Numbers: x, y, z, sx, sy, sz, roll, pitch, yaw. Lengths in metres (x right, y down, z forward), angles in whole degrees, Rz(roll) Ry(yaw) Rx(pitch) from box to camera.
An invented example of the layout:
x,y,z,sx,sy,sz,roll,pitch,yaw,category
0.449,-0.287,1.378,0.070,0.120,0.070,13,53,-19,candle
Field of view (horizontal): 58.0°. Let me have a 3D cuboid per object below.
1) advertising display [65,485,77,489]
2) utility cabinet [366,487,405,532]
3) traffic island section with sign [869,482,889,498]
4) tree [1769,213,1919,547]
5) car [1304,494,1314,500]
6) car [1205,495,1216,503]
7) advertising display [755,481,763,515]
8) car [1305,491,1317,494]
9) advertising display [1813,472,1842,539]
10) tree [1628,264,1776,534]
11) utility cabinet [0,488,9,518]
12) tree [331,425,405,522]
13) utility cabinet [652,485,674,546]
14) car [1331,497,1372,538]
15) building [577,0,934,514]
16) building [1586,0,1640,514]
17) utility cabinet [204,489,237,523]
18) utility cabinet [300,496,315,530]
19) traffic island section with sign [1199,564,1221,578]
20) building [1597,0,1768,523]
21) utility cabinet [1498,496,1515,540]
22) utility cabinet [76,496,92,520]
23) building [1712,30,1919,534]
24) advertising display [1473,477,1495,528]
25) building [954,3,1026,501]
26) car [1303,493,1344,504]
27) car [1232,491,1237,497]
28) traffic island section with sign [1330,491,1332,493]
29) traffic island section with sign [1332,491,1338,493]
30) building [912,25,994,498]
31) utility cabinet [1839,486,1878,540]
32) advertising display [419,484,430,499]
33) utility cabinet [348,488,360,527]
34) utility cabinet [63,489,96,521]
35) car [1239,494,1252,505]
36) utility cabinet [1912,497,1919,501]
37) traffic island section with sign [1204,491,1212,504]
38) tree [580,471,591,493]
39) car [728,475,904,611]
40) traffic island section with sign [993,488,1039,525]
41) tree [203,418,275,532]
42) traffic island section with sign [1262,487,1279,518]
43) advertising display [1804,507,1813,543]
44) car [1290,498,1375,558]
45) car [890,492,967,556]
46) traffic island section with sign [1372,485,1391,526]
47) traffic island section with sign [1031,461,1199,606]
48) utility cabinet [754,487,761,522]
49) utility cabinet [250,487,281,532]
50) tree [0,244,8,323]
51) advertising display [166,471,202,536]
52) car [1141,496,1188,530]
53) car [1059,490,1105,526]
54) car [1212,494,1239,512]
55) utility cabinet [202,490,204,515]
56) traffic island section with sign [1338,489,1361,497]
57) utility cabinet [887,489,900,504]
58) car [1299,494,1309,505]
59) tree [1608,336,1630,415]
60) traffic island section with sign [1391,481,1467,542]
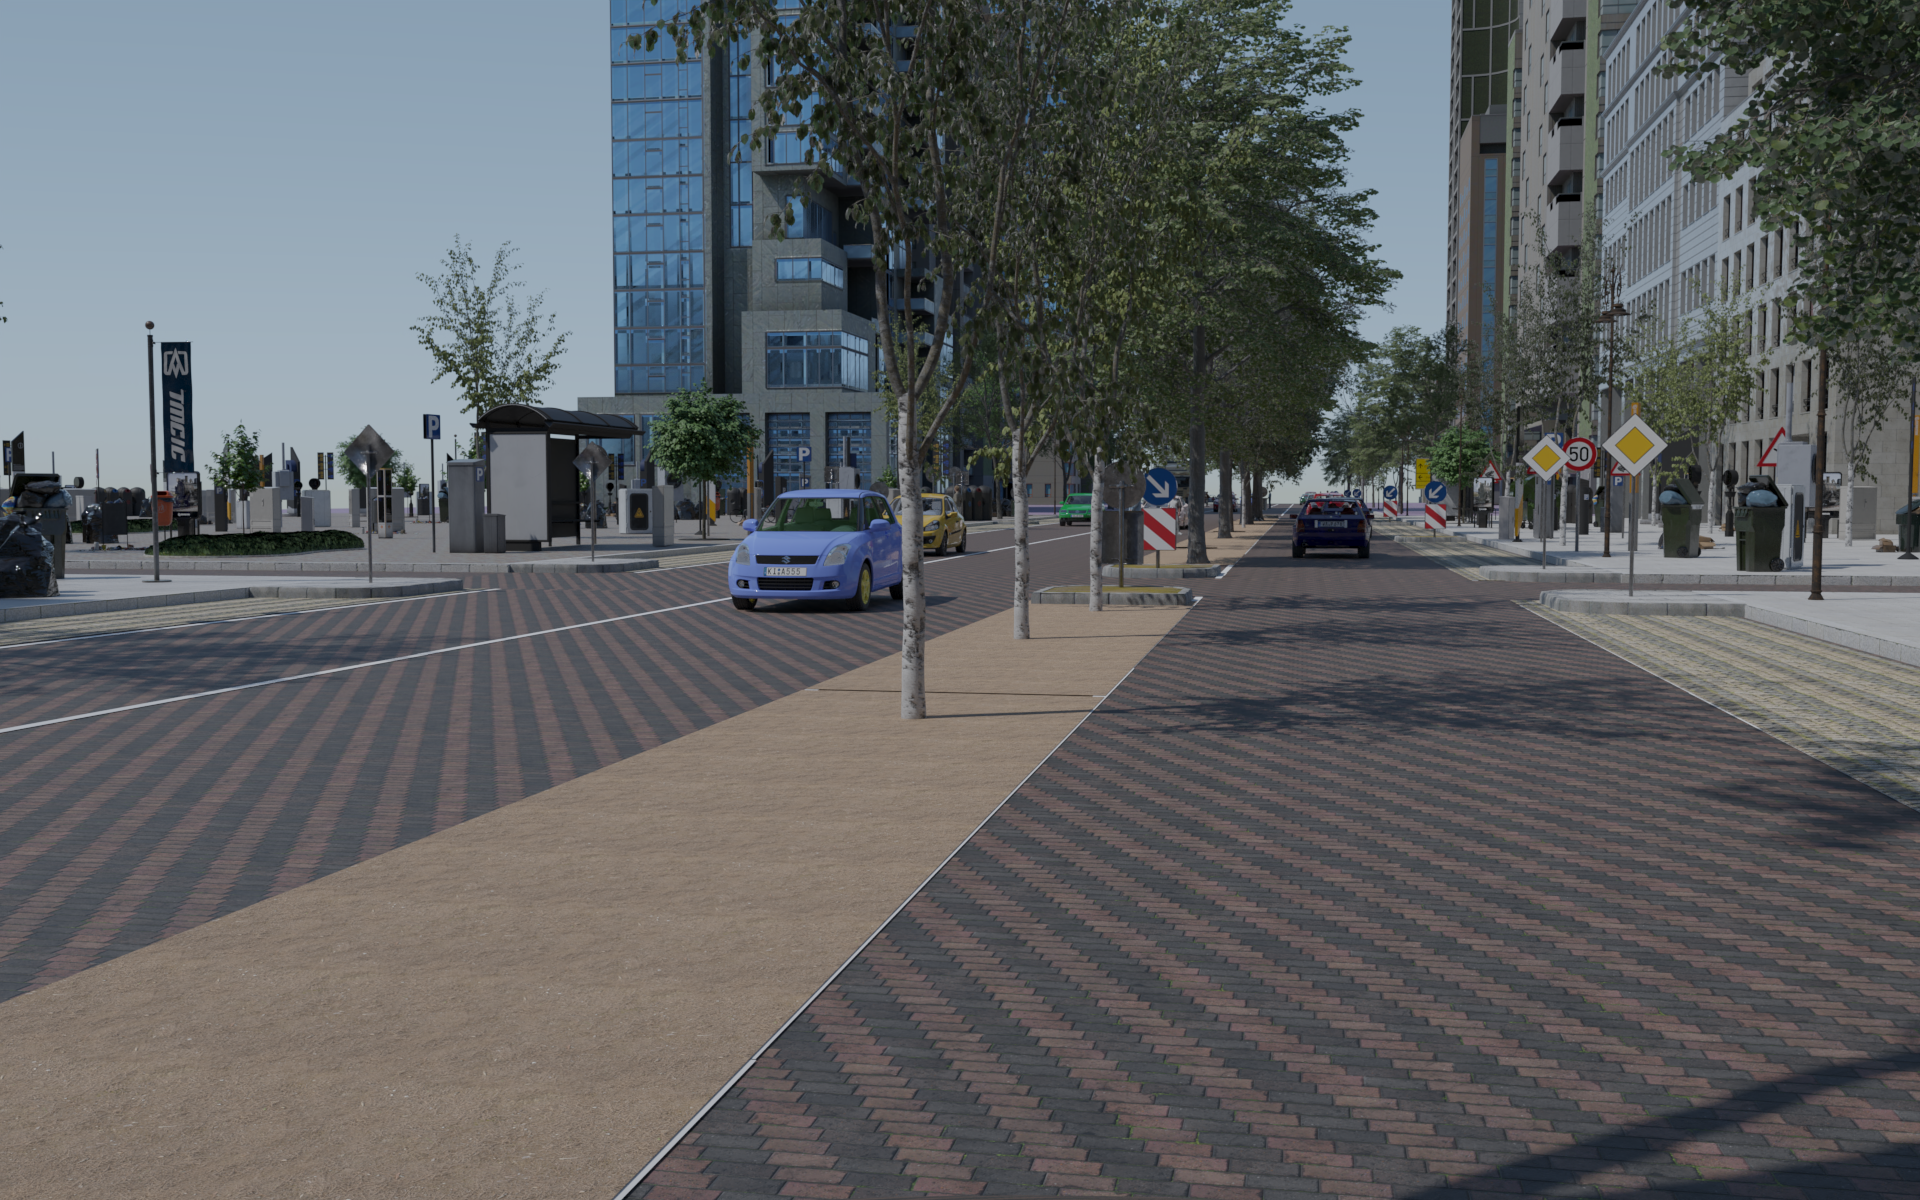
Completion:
x,y,z,sx,sy,sz,roll,pitch,yaw,category
-61.514,-7.024,120.054,0.123,1.923,0.974,3,5,40,advertising display
-19.279,-3.025,58.143,1.173,1.500,0.318,-2,4,-30,utility cabinet
-2.638,-2.821,54.755,1.989,1.847,2.006,1,4,11,traffic island section with sign
21.980,-5.609,42.065,4.360,8.622,3.978,0,3,0,tree
36.351,-10.240,177.646,2.015,1.641,3.980,1,4,11,car
35.930,-14.411,248.193,1.945,1.354,3.894,1,4,10,car
-9.973,-4.940,85.983,0.123,1.923,0.974,1,4,11,advertising display
49.138,-14.316,242.738,2.281,1.827,5.304,1,4,9,car
24.955,-2.746,50.114,0.974,1.923,0.123,2,4,25,advertising display
24.374,-6.474,56.213,4.737,8.622,4.395,0,3,0,tree
-36.134,-3.488,65.703,1.173,1.500,0.318,-3,5,-41,utility cabinet
-27.852,-5.963,81.207,4.285,4.588,4.351,0,3,0,tree
-7.327,-2.079,42.672,0.318,1.500,1.173,0,4,2,utility cabinet
12.865,-2.788,58.161,1.945,1.354,3.894,1,4,9,car
-12.589,-49.649,124.437,22.319,86.520,31.000,1,4,11,building
48.204,-26.329,114.072,14.154,41.232,14.086,1,4,11,building
-32.500,-4.132,76.232,1.173,1.500,0.318,-1,4,-10,utility cabinet
-17.180,-2.109,45.645,0.306,1.237,1.020,-1,4,-17,utility cabinet
3.542,-1.365,30.447,2.006,1.907,1.989,1,4,11,traffic island section with sign
39.570,-18.795,84.789,11.434,29.767,29.804,1,4,11,building
15.542,-2.327,49.203,0.306,1.237,1.020,2,4,26,utility cabinet
-32.723,-3.276,64.722,0.306,1.237,1.020,-3,5,-41,utility cabinet
34.489,-12.661,61.763,10.420,20.320,16.860,1,4,11,building
19.697,-3.668,65.180,0.123,1.923,0.974,-2,4,-29,advertising display
-1.851,-31.247,161.005,14.600,45.320,14.200,1,4,11,building
16.269,-4.126,76.499,2.155,1.783,4.494,1,4,10,car
36.662,-13.946,236.696,2.281,1.827,5.304,1,4,11,car
45.141,-12.227,208.544,1.989,1.847,2.006,1,4,11,traffic island section with sign
34.315,-8.891,153.998,1.989,1.847,2.006,1,4,11,traffic island section with sign
-5.219,-28.368,147.405,14.154,41.232,14.086,1,4,11,building
24.929,-2.408,48.054,1.173,1.500,0.318,-2,4,-27,utility cabinet
-32.847,-6.176,106.193,0.123,1.923,0.974,1,4,16,advertising display
-23.424,-3.563,66.936,0.318,1.500,1.173,-2,4,-25,utility cabinet
-35.593,-3.754,70.052,1.173,1.500,0.318,-1,4,-19,utility cabinet
33.357,-11.676,200.493,1.945,1.707,3.694,1,4,13,car
22.074,-1.709,39.100,1.020,1.237,0.306,3,5,45,utility cabinet
33.669,-14.025,237.943,1.989,1.847,2.006,1,4,11,traffic island section with sign
-17.845,-5.232,80.141,1.663,3.219,1.824,0,3,0,tree
-1.762,-0.788,22.472,1.945,1.707,3.694,1,4,10,car
2.695,-4.468,81.687,1.989,1.847,2.006,1,4,11,traffic island section with sign
-18.026,-3.007,43.772,1.663,3.219,1.824,0,3,0,tree
18.147,-5.873,104.158,2.006,1.907,1.989,1,4,11,traffic island section with sign
21.934,-2.462,45.475,0.974,1.923,0.123,-2,4,-29,advertising display
8.600,-1.683,40.090,1.945,1.354,3.894,1,4,12,car
-0.950,-1.898,41.250,2.015,1.641,3.980,1,4,10,car
19.351,-4.273,78.493,1.989,1.847,2.006,1,4,11,traffic island section with sign
2.092,-0.920,23.183,2.006,1.907,1.989,1,4,11,traffic island section with sign
-6.520,-2.841,55.132,0.318,1.500,1.173,0,3,0,utility cabinet
-22.096,-2.837,55.056,1.173,1.500,0.318,2,4,33,utility cabinet
-22.981,-5.364,38.060,4.737,8.622,4.395,0,3,0,tree
-21.673,-2.640,48.374,0.974,1.923,0.123,1,4,9,advertising display
8.423,-3.596,71.158,2.083,1.381,4.827,1,4,12,car
5.559,-4.262,78.478,1.959,1.807,4.718,1,4,10,car
21.287,-7.935,138.770,2.155,1.783,4.494,1,4,12,car
-37.193,-4.759,86.486,1.173,1.500,0.318,-1,4,-18,utility cabinet
28.992,-7.247,127.119,1.989,1.847,2.006,1,4,11,traffic island section with sign
-2.759,-3.886,72.220,0.318,1.500,1.173,1,4,13,utility cabinet
44.880,-12.974,223.925,2.131,1.459,4.920,1,4,13,car
28.052,-7.267,69.172,4.737,8.622,4.395,0,3,0,tree
14.117,-2.656,52.049,1.989,1.847,2.006,1,4,11,traffic island section with sign
